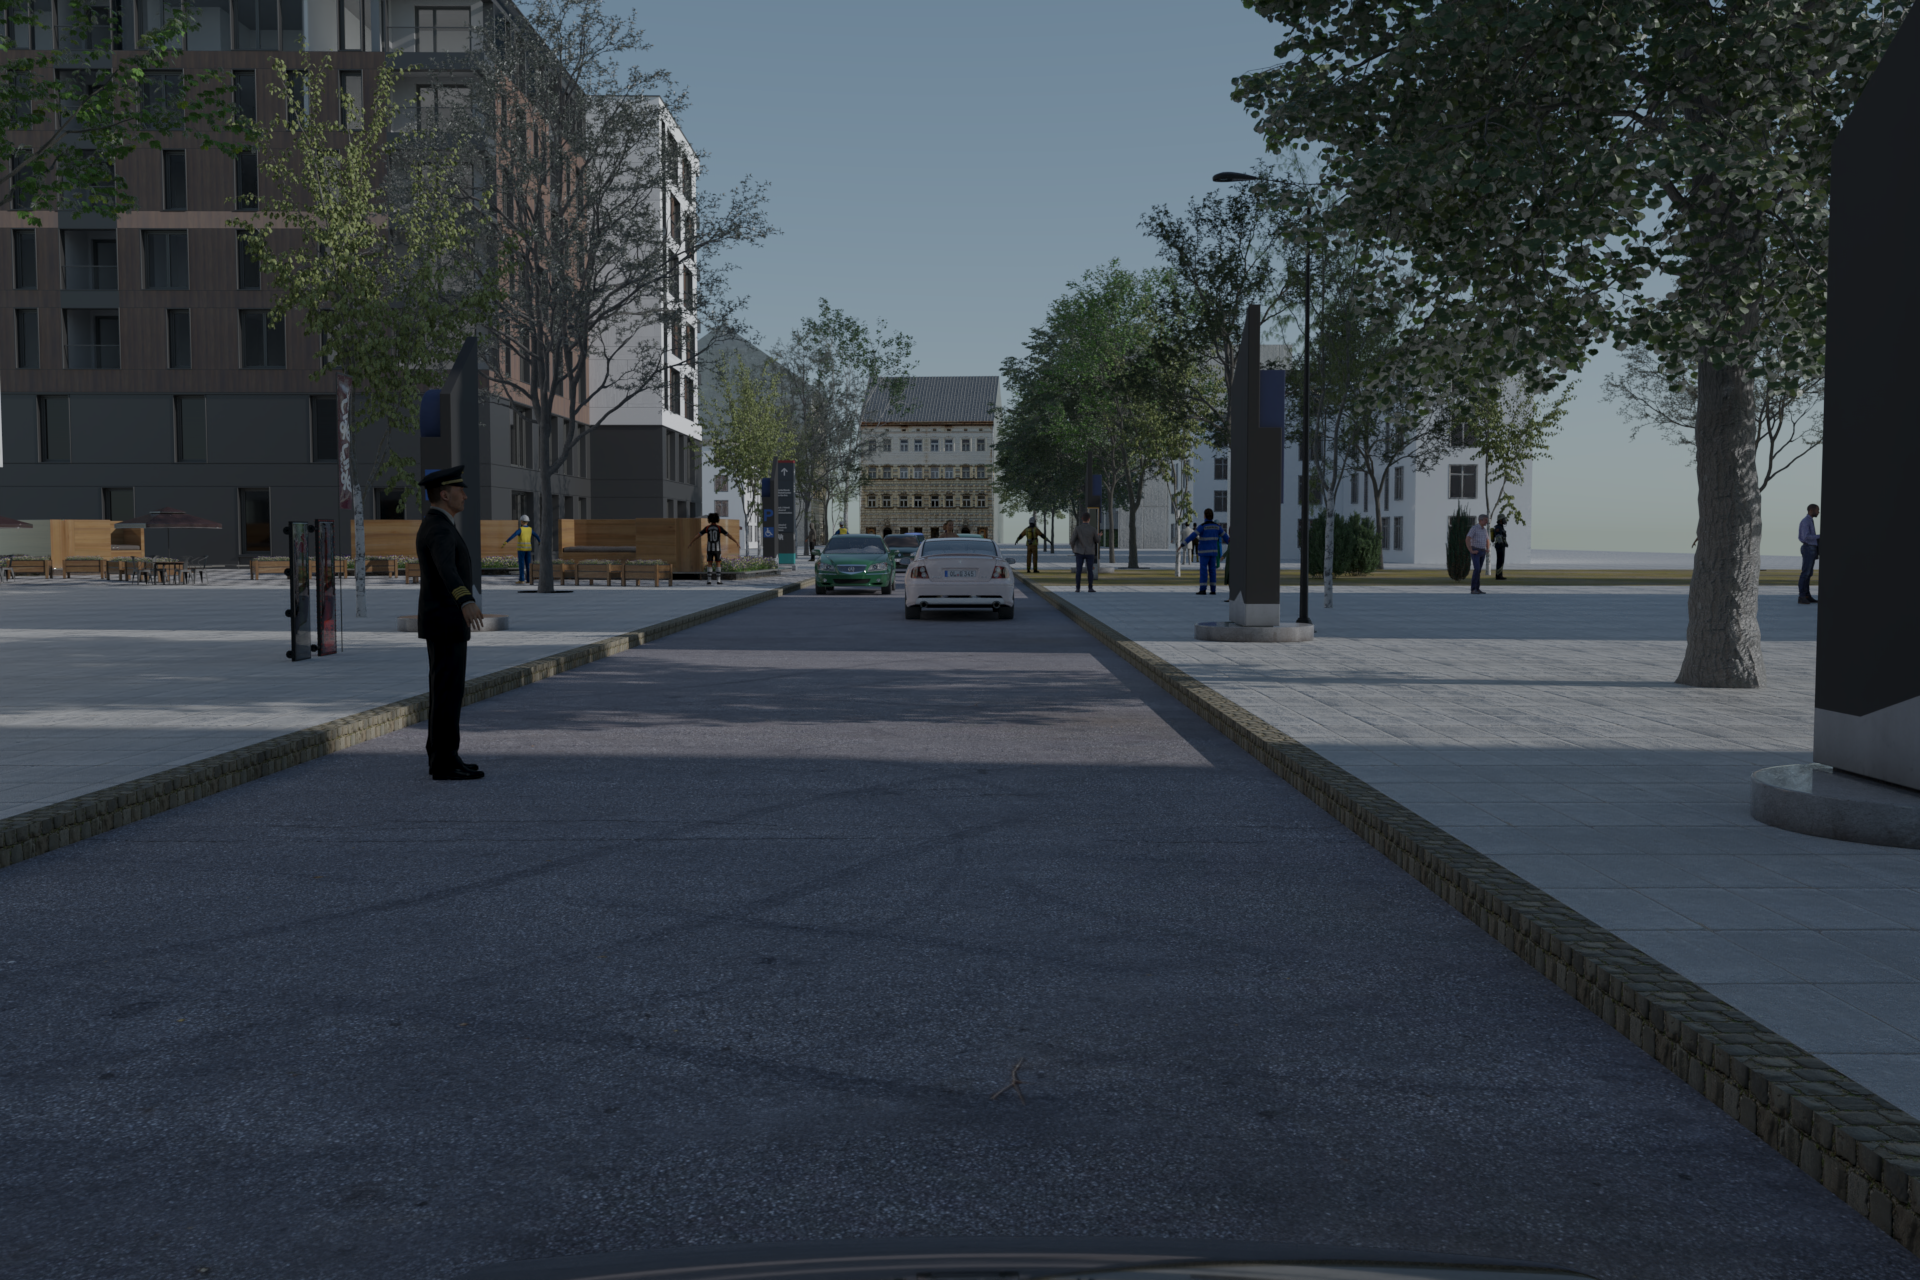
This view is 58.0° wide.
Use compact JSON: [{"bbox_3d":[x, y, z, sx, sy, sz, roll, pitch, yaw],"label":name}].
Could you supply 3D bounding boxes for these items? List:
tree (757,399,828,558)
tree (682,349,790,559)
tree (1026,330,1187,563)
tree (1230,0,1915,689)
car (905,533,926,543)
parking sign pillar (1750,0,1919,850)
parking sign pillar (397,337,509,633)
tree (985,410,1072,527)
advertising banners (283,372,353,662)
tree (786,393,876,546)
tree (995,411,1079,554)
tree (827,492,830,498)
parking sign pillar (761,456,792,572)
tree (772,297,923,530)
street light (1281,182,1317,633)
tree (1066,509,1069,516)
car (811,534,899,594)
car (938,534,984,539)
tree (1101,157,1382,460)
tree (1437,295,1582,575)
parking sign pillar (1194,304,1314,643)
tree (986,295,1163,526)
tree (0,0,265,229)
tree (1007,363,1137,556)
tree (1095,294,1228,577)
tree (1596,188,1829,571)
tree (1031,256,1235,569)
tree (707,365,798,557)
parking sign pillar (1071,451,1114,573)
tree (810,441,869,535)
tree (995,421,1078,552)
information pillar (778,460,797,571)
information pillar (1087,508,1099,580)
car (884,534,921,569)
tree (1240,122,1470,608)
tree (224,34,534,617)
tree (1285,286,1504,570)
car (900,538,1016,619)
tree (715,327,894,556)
[{"bbox_3d":[-8.740,-8.735,93.181,4.360,8.622,3.978,0,3,0],"label":"tree"},{"bbox_3d":[-8.548,-7.207,68.201,4.737,8.622,4.395,0,3,0],"label":"tree"},{"bbox_3d":[6.385,-8.655,75.921,7.601,10.594,8.767,-1,4,-22],"label":"tree"},{"bbox_3d":[6.382,-6.580,14.232,9.857,13.997,8.962,0,3,0],"label":"tree"},{"bbox_3d":[-2.705,-5.596,101.086,1.945,1.707,3.694,0,4,0],"label":"car"},{"bbox_3d":[4.280,-1.165,7.523,1.447,3.967,1.447,0,4,0],"label":"parking sign pillar"},{"bbox_3d":[-6.785,-2.117,23.091,1.447,3.967,1.447,0,3,0],"label":"parking sign pillar"},{"bbox_3d":[5.639,-13.484,138.591,7.486,12.596,7.792,0,3,0],"label":"tree"},{"bbox_3d":[-6.714,-1.350,18.254,0.090,3.025,2.074,0,4,-1],"label":"advertising banners"},{"bbox_3d":[-9.160,-11.068,115.369,7.601,10.594,8.767,-2,4,-32],"label":"tree"},{"bbox_3d":[5.868,-10.942,113.312,8.767,10.594,7.601,2,4,32],"label":"tree"},{"bbox_3d":[-22.316,-19.798,234.061,12.009,13.543,11.850,0,3,0],"label":"tree"},{"bbox_3d":[-6.491,-4.332,59.293,1.447,3.967,1.447,0,4,0],"label":"parking sign pillar"},{"bbox_3d":[-8.959,-17.224,137.495,12.611,20.169,13.585,0,3,0],"label":"tree"},{"bbox_3d":[5.017,-3.048,22.375,1.470,5.913,1.316,0,4,0],"label":"street light"},{"bbox_3d":[17.851,-20.106,239.109,12.009,13.543,11.850,0,3,0],"label":"tree"},{"bbox_3d":[-2.539,-1.885,42.618,2.131,1.459,4.920,0,4,0],"label":"car"},{"bbox_3d":[0.022,-2.198,47.742,2.131,1.459,4.920,0,4,-1],"label":"car"},{"bbox_3d":[7.054,-6.591,42.180,7.601,10.594,8.767,-3,4,-36],"label":"tree"},{"bbox_3d":[16.702,-6.323,53.748,4.737,8.622,4.395,0,3,0],"label":"tree"},{"bbox_3d":[3.588,-1.993,21.052,1.447,3.967,1.447,0,4,0],"label":"parking sign pillar"},{"bbox_3d":[6.248,-11.163,89.172,9.857,13.997,8.962,0,3,0],"label":"tree"},{"bbox_3d":[-8.185,-5.292,12.273,9.928,11.665,9.643,0,3,0],"label":"tree"},{"bbox_3d":[6.747,-10.685,100.448,9.928,11.665,9.643,0,3,0],"label":"tree"},{"bbox_3d":[6.370,-6.216,52.001,4.737,8.622,4.395,0,3,0],"label":"tree"},{"bbox_3d":[27.850,-9.178,60.424,12.009,13.543,11.850,0,3,0],"label":"tree"},{"bbox_3d":[6.498,-8.453,63.967,9.928,11.665,9.643,0,3,0],"label":"tree"},{"bbox_3d":[-8.639,-7.556,73.900,4.737,8.622,4.395,0,3,0],"label":"tree"},{"bbox_3d":[4.379,-4.200,57.147,1.447,3.967,1.447,0,4,0],"label":"parking sign pillar"},{"bbox_3d":[-9.312,-10.651,124.509,4.360,8.622,3.978,0,3,0],"label":"tree"},{"bbox_3d":[6.351,-11.662,125.081,8.767,10.594,7.601,2,4,32],"label":"tree"},{"bbox_3d":[-6.137,-4.379,60.976,0.750,3.857,0.750,0,4,-1],"label":"information pillar"},{"bbox_3d":[3.700,-2.678,48.272,0.304,2.012,0.304,0,3,0],"label":"information pillar"},{"bbox_3d":[-2.209,-3.372,64.913,2.009,1.686,4.222,0,4,0],"label":"car"},{"bbox_3d":[6.168,-4.855,29.738,4.360,8.622,3.978,0,3,0],"label":"tree"},{"bbox_3d":[-8.995,-4.652,26.422,4.737,8.622,4.395,0,3,0],"label":"tree"},{"bbox_3d":[15.344,-7.853,62.816,8.767,10.594,7.601,1,4,16],"label":"tree"},{"bbox_3d":[-0.032,-1.108,30.477,2.083,1.381,4.827,0,4,-1],"label":"car"},{"bbox_3d":[-9.094,-11.730,102.161,12.009,13.543,11.850,0,3,0],"label":"tree"}]
